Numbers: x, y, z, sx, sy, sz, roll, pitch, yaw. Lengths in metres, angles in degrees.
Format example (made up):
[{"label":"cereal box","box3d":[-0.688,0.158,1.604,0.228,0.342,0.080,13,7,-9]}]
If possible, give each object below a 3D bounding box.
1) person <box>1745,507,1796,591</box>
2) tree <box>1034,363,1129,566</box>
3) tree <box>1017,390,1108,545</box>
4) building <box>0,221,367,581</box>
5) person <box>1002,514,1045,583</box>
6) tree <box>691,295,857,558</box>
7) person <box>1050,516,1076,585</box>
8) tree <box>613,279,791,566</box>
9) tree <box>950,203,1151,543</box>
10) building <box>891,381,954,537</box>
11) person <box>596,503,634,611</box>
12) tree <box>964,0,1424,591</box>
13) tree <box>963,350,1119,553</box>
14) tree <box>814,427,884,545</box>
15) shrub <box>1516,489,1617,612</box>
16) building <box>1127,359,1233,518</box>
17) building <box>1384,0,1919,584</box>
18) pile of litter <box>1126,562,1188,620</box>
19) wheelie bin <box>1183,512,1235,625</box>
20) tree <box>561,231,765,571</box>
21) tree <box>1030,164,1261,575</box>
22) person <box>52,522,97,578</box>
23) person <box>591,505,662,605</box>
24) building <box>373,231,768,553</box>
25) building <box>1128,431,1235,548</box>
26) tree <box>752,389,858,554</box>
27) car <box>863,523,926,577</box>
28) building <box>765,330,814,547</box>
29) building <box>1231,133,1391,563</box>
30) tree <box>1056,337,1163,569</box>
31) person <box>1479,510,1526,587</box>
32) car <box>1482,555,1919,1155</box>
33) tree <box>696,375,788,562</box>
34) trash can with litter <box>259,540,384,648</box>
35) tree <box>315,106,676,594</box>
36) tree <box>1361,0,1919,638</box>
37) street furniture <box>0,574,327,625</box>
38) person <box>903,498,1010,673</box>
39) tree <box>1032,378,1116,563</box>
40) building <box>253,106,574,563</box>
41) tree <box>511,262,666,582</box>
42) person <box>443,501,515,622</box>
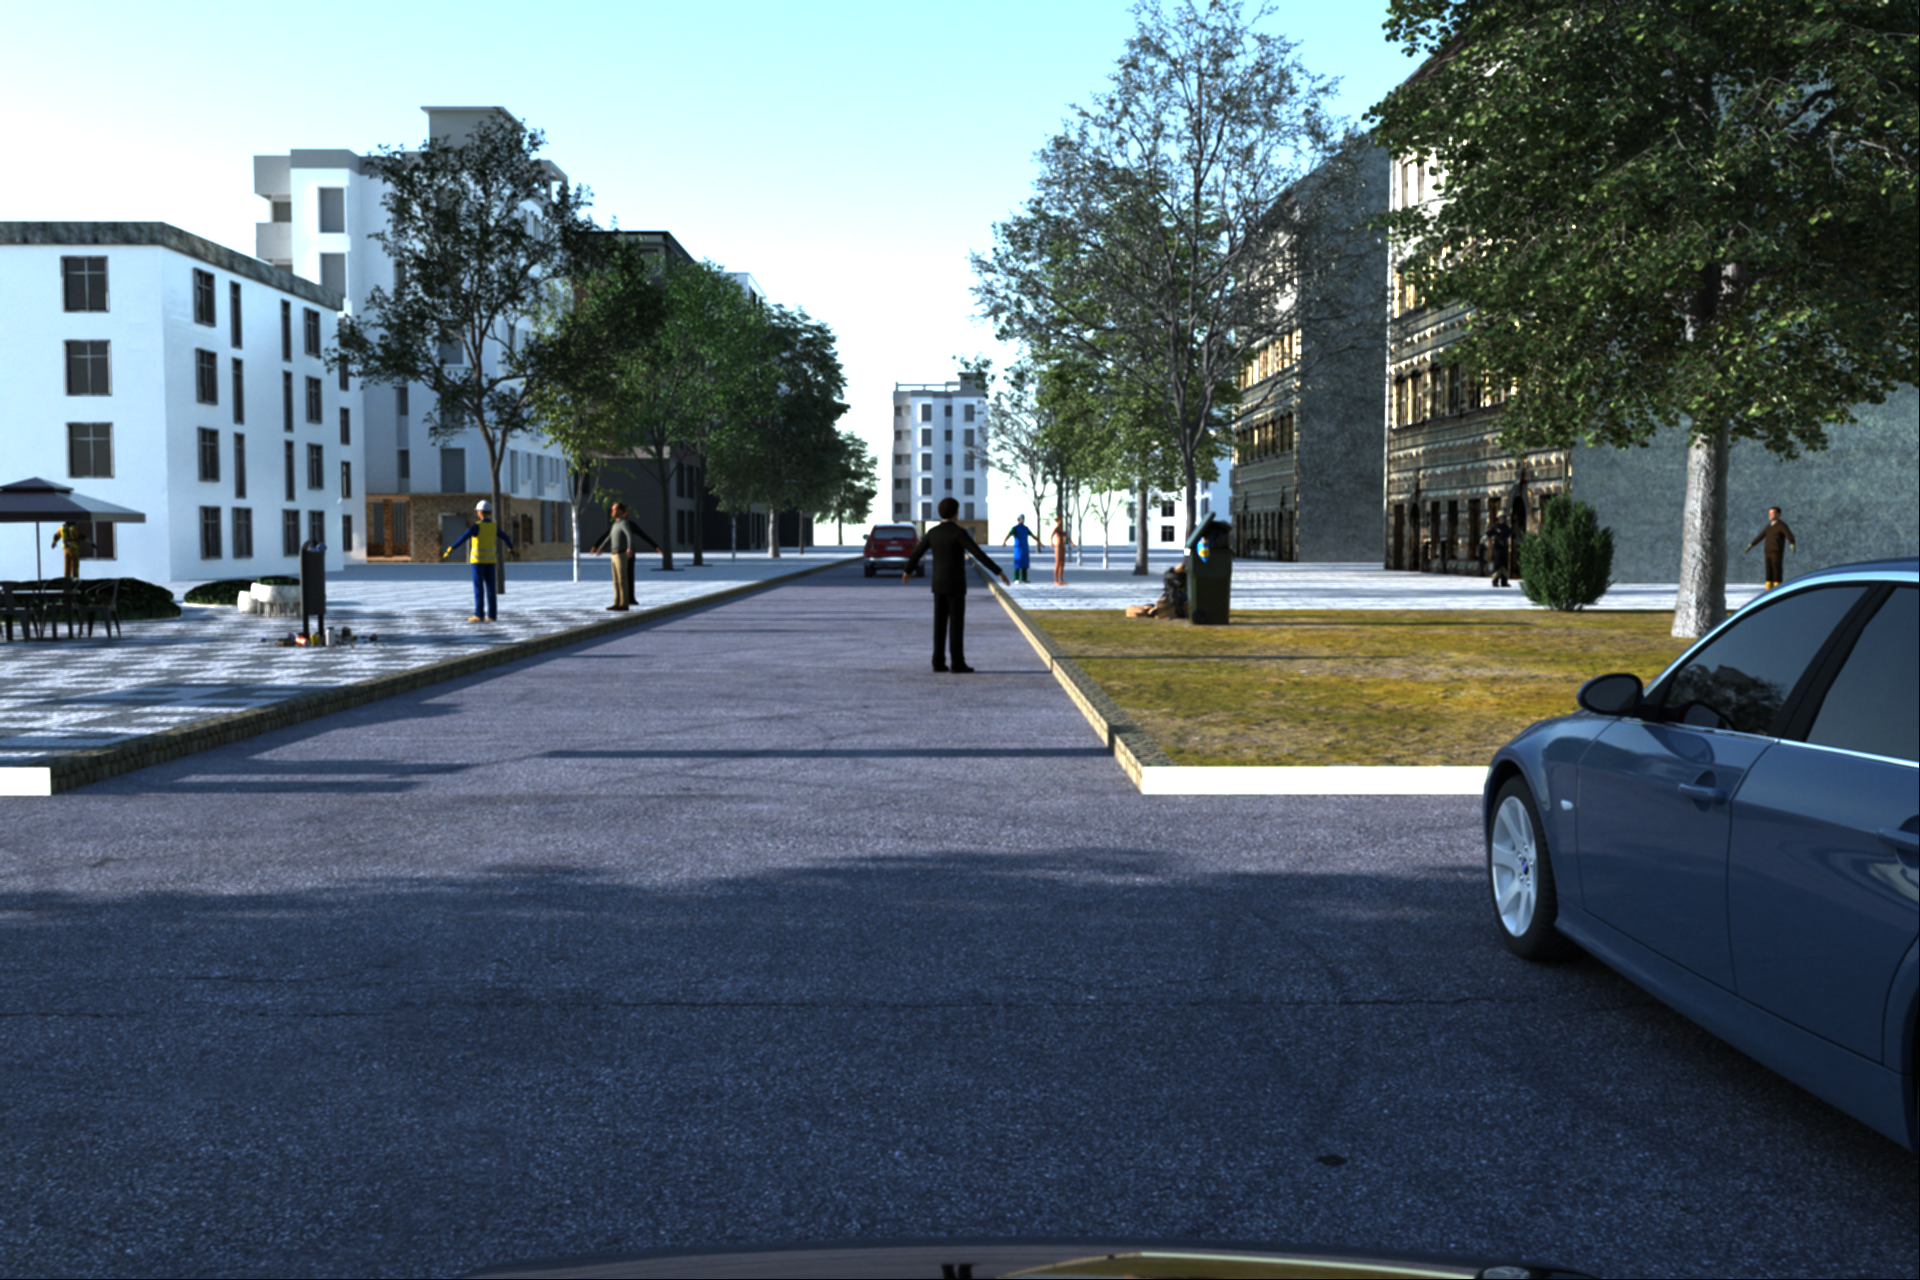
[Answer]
[{"label":"person","box3d":[15.878,-1.694,33.827,0.704,1.812,1.346,-1,4,-15]},{"label":"tree","box3d":[4.662,-7.326,70.147,4.360,8.622,3.978,0,3,0]},{"label":"tree","box3d":[13.083,-21.196,202.442,12.611,20.169,13.585,0,3,0]},{"label":"building","box3d":[-26.098,-7.247,60.640,9.099,9.664,28.070,0,4,-1]},{"label":"person","box3d":[1.612,-2.383,45.096,1.347,1.817,0.704,-2,4,-34]},{"label":"tree","box3d":[-10.092,-11.473,94.233,9.857,13.997,8.962,0,3,0]},{"label":"person","box3d":[2.586,-2.255,43.669,0.721,1.733,1.217,2,4,33]},{"label":"tree","box3d":[-10.381,-8.780,69.310,9.928,11.665,9.643,0,3,0]},{"label":"tree","box3d":[5.894,-14.702,96.270,12.611,20.169,13.585,0,3,0]},{"label":"building","box3d":[-7.724,-21.210,205.666,11.380,20.090,16.016,0,4,-8]},{"label":"person","box3d":[-5.716,-1.388,28.964,0.705,1.796,1.348,-2,4,-35]},{"label":"tree","box3d":[5.203,-7.858,38.848,12.009,13.543,11.850,0,3,0]},{"label":"tree","box3d":[5.224,-12.541,115.421,12.009,13.543,11.850,0,3,0]},{"label":"tree","box3d":[-14.017,-18.159,203.554,9.857,13.997,8.962,0,3,0]},{"label":"shrub","box3d":[10.003,-1.482,28.649,1.690,2.028,1.600,0,3,0]},{"label":"building","box3d":[23.085,-20.078,184.693,16.016,20.090,11.380,0,3,0]},{"label":"building","box3d":[24.628,-13.564,52.703,19.493,23.208,18.063,0,4,-1]},{"label":"pile of litter","box3d":[3.140,-0.780,26.712,1.176,0.858,1.719,0,3,0]},{"label":"wheelie bin","box3d":[3.559,-1.026,24.683,0.693,1.594,0.980,0,3,0]},{"label":"tree","box3d":[-10.422,-8.243,60.522,9.928,11.665,9.643,0,3,0]},{"label":"tree","box3d":[5.774,-8.316,54.097,7.486,12.596,7.792,0,3,0]},{"label":"person","box3d":[-23.087,-2.401,45.031,1.354,1.858,0.705,1,4,15]},{"label":"person","box3d":[-6.074,-1.542,31.439,1.346,1.802,0.704,-2,4,-30]},{"label":"building","box3d":[-30.362,-17.686,133.146,27.936,21.610,32.646,0,4,-1]},{"label":"building","box3d":[20.968,-13.008,154.820,9.099,9.664,28.070,0,4,-1]},{"label":"tree","box3d":[-10.282,-10.739,109.994,8.767,10.594,7.601,1,4,22]},{"label":"car","box3d":[-2.210,-3.092,59.235,2.281,1.827,5.304,0,4,-1]},{"label":"building","box3d":[-29.597,-19.956,170.256,27.936,21.610,32.646,0,4,0]},{"label":"building","box3d":[24.122,-15.540,85.012,19.493,23.208,18.063,0,4,0]},{"label":"tree","box3d":[5.425,-6.980,64.482,4.360,8.622,3.978,0,3,0]},{"label":"person","box3d":[13.117,-2.212,41.944,1.354,1.856,0.705,-1,4,-17]},{"label":"car","box3d":[2.739,0.467,4.367,2.014,1.417,4.499,0,4,0]},{"label":"tree","box3d":[-10.489,-7.829,78.364,4.360,8.622,3.978,0,3,0]},{"label":"trash can with litter","box3d":[-7.444,-0.582,20.574,1.678,1.210,2.233,0,4,-1]},{"label":"tree","box3d":[-9.770,-6.280,37.093,8.767,10.594,7.601,1,4,14]},{"label":"tree","box3d":[9.236,-7.014,21.339,9.857,13.997,8.962,0,3,0]},{"label":"street furniture","box3d":[-13.722,-0.839,29.352,5.734,0.657,10.072,-1,4,-22]},{"label":"person","box3d":[-0.093,-0.569,17.946,1.347,1.806,0.705,3,4,36]},{"label":"tree","box3d":[4.843,-7.748,77.036,4.360,8.622,3.978,0,3,0]},{"label":"building","box3d":[-25.286,-13.553,78.009,16.016,20.090,11.380,0,4,0]},{"label":"tree","box3d":[-10.199,-5.868,46.298,4.737,8.622,4.395,0,3,0]},{"label":"person","box3d":[-7.057,-1.166,25.533,0.721,1.772,1.216,3,5,40]}]
